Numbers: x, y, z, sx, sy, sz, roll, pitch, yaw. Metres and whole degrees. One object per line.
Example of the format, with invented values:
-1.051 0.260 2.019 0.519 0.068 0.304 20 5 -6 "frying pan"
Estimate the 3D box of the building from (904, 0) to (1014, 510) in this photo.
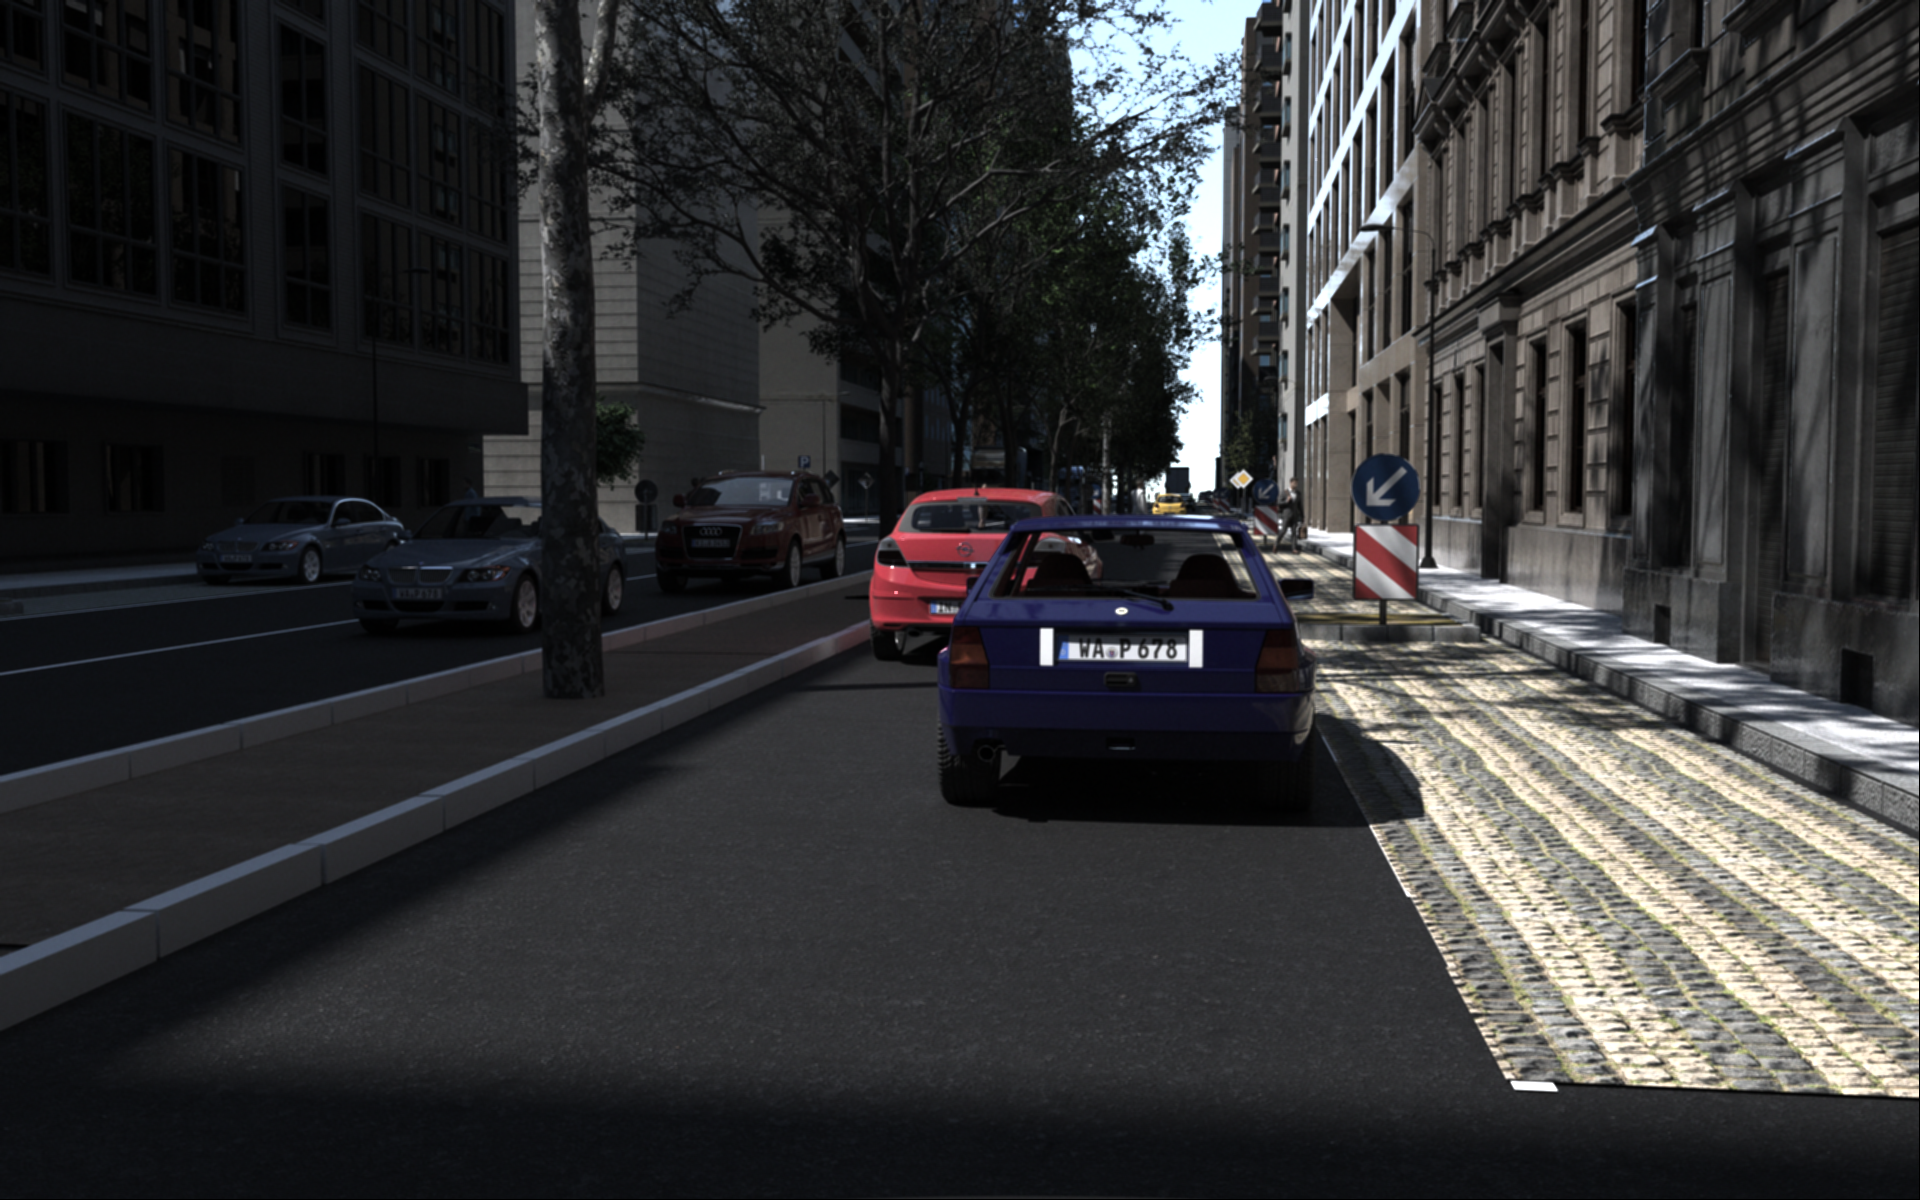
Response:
-3.033 -30.360 146.494 14.600 45.320 14.200 0 4 8 "building"

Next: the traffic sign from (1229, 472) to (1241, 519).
12.362 -4.489 77.039 0.795 2.450 0.064 0 4 8 "traffic sign"

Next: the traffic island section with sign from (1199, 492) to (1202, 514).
18.602 -7.189 126.170 1.989 1.847 2.006 0 4 8 "traffic island section with sign"

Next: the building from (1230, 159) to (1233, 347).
41.017 -34.703 217.497 14.600 45.320 14.200 0 4 8 "building"

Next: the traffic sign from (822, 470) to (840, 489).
-5.338 -4.141 71.355 0.795 2.450 0.064 0 4 8 "traffic sign"

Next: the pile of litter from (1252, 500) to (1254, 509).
24.915 -8.219 148.351 1.176 0.858 1.719 0 4 8 "pile of litter"

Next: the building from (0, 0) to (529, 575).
-19.561 -14.702 33.889 14.314 27.812 24.014 0 4 8 "building"

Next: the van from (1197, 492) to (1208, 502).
40.942 -17.434 292.048 2.013 2.044 4.112 0 4 7 "van"

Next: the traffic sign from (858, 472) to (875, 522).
-4.283 -4.626 79.271 0.795 2.450 0.064 0 4 8 "traffic sign"

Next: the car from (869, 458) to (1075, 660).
0.353 -0.447 16.346 2.155 1.783 4.494 1 4 8 "car"

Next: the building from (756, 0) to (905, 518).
-15.405 -29.036 98.441 21.300 48.544 21.600 0 4 8 "building"

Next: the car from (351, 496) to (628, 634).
-5.088 -0.447 19.316 2.014 1.417 4.499 0 4 7 "car"

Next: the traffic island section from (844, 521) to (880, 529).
-4.307 -3.490 79.335 2.009 0.180 2.903 0 4 8 "traffic island section"

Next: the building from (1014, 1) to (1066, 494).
5.098 -57.442 251.854 22.319 86.520 31.000 0 4 8 "building"

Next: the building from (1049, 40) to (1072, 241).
9.550 -51.388 278.441 20.563 71.187 20.611 0 4 8 "building"

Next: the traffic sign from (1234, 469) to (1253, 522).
11.306 -4.005 69.123 0.795 2.450 0.064 0 4 8 "traffic sign"

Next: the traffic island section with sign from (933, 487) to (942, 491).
-1.297 -5.704 101.881 1.989 1.847 2.006 0 4 8 "traffic island section with sign"

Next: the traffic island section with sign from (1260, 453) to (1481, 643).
4.135 -0.551 17.639 1.989 1.847 2.006 0 4 8 "traffic island section with sign"

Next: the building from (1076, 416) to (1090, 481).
15.098 -39.517 296.220 14.600 45.320 14.200 0 4 8 "building"

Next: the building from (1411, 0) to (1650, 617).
12.574 -9.776 24.460 10.561 19.102 19.286 0 4 8 "building"

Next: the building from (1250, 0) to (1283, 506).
32.140 -28.638 122.852 22.147 44.769 28.867 0 4 8 "building"

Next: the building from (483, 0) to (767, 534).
-30.505 -17.674 65.377 44.131 29.872 17.030 0 4 8 "building"

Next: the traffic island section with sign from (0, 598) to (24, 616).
-12.187 -0.709 20.216 1.989 1.847 2.006 0 4 8 "traffic island section with sign"

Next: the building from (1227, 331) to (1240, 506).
44.519 -21.449 195.731 27.650 21.520 28.899 0 4 8 "building"

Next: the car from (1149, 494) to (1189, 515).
10.747 -4.817 88.979 2.015 1.641 3.980 0 4 6 "car"

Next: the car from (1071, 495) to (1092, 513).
9.506 -7.386 132.766 2.014 1.417 4.499 1 4 8 "car"

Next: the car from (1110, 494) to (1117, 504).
22.452 -14.856 254.890 2.014 1.417 4.499 0 4 7 "car"

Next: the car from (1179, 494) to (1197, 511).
18.833 -8.169 145.353 2.131 1.459 4.920 0 4 8 "car"

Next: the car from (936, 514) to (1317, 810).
0.938 0.202 9.284 1.945 1.354 3.894 0 4 8 "car"

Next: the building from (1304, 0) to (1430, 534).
20.965 -15.016 50.024 19.350 26.468 34.151 0 4 8 "building"

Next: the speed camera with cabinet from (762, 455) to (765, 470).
-9.234 -5.714 87.751 2.038 3.252 0.660 0 4 7 "speed camera with cabinet"

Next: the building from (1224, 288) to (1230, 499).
43.987 -28.756 241.869 14.160 30.474 14.107 0 4 8 "building"

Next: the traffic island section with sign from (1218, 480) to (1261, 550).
7.695 -2.186 44.376 1.989 1.847 2.006 0 4 8 "traffic island section with sign"

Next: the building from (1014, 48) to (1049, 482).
-3.518 -38.000 210.533 28.713 52.752 27.495 0 4 8 "building"

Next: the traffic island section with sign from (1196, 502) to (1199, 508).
25.288 -10.258 176.338 1.989 1.847 2.006 0 4 8 "traffic island section with sign"

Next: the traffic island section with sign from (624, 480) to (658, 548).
-8.629 -2.343 46.936 1.989 1.847 2.006 0 4 8 "traffic island section with sign"

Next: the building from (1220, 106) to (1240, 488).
50.126 -44.028 261.850 21.231 58.520 28.212 0 4 8 "building"

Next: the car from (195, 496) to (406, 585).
-10.819 -1.024 28.741 2.014 1.417 4.499 0 4 8 "car"

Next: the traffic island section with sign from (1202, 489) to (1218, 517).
15.043 -5.555 99.450 1.989 1.847 2.006 0 4 8 "traffic island section with sign"

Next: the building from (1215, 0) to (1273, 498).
54.687 -59.829 290.880 22.319 86.520 31.000 0 4 8 "building"

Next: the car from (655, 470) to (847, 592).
-3.150 -1.118 26.954 2.281 1.827 5.304 0 4 8 "car"

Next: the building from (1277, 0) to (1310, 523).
26.768 -28.232 85.288 21.600 48.544 21.300 0 4 8 "building"

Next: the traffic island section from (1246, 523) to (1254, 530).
12.386 -3.354 77.113 2.009 0.180 2.903 0 4 8 "traffic island section"

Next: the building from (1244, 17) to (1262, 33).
33.023 -31.202 160.263 14.600 45.320 14.200 0 4 8 "building"

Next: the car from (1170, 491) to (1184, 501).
15.841 -7.337 130.183 2.015 1.641 3.980 0 4 8 "car"

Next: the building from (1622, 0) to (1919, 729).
9.571 -9.587 5.894 9.793 20.994 18.267 0 4 8 "building"
